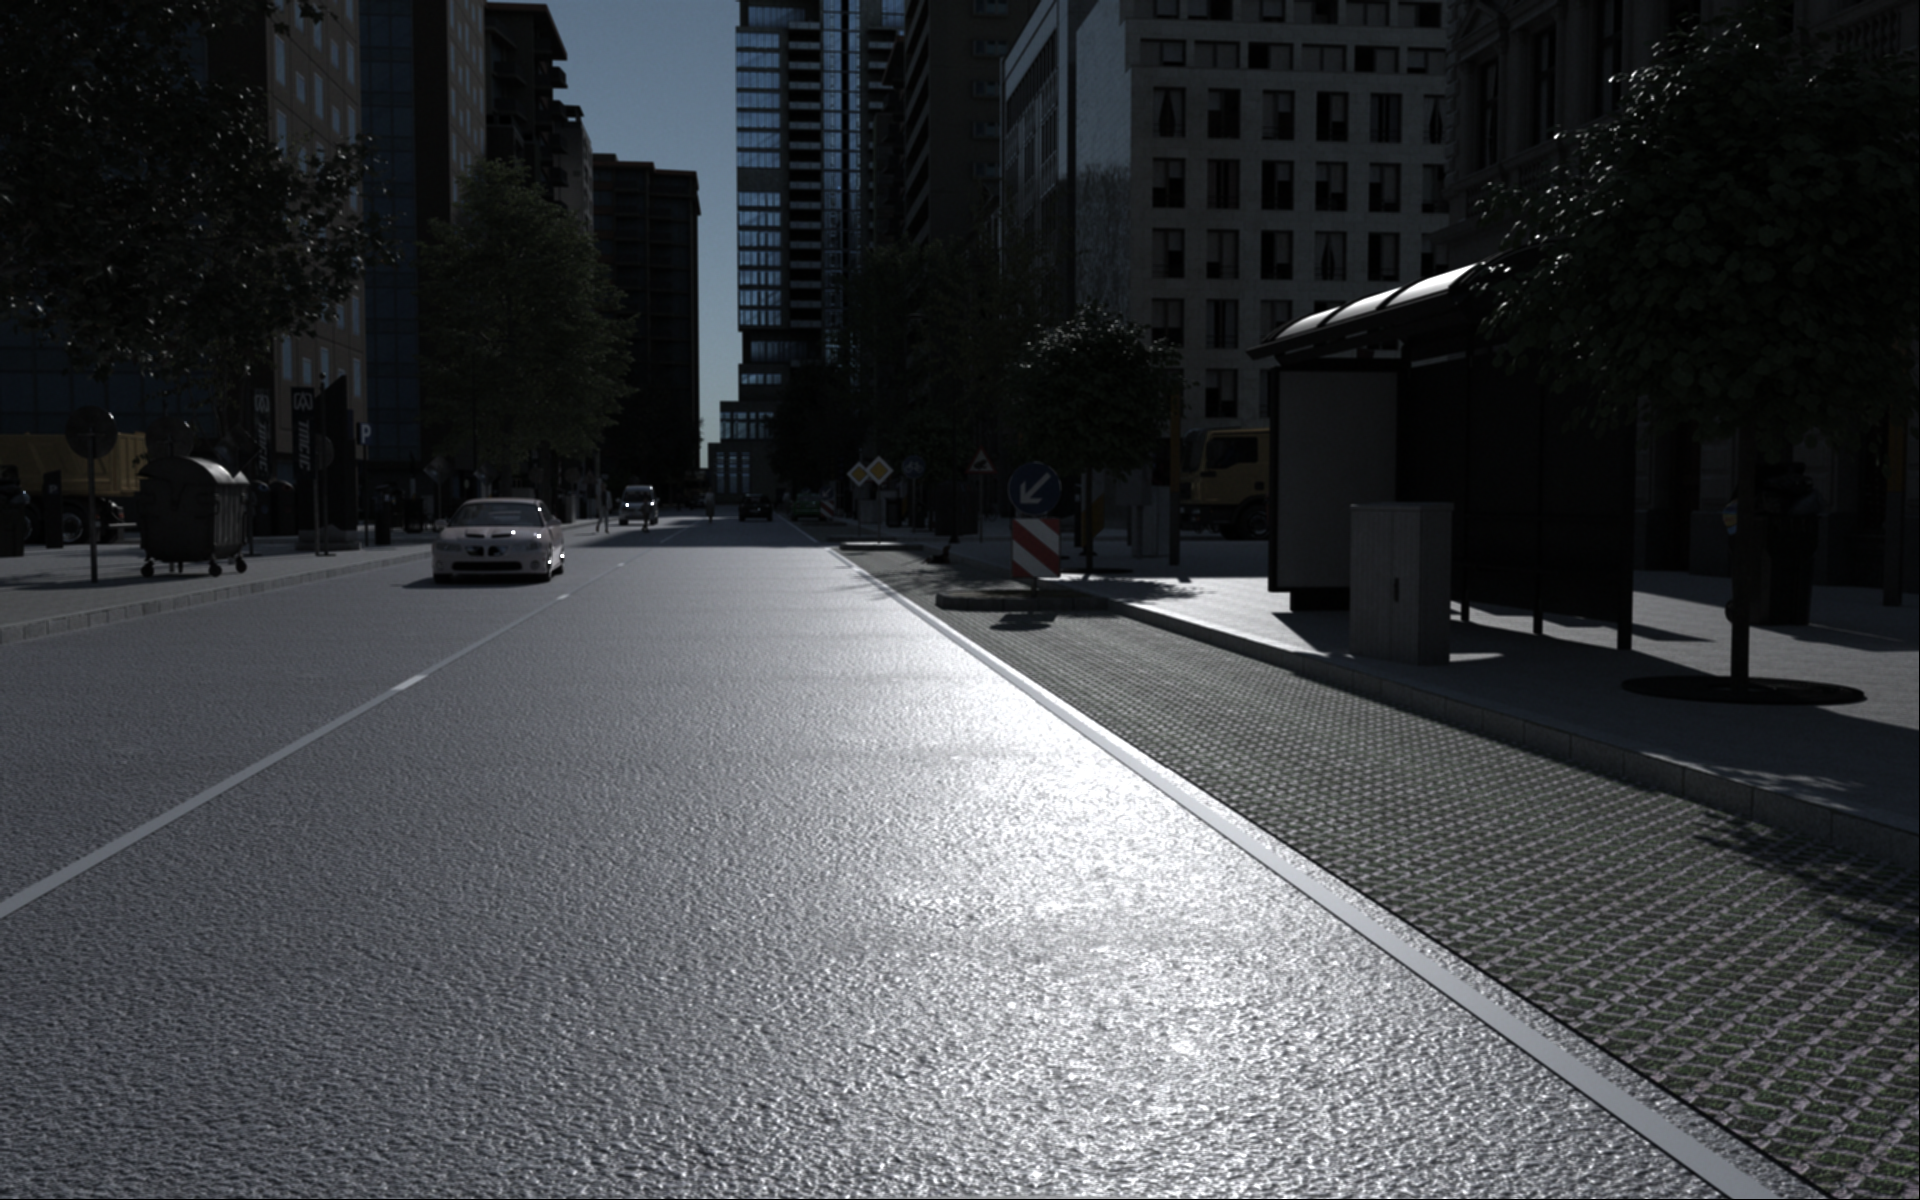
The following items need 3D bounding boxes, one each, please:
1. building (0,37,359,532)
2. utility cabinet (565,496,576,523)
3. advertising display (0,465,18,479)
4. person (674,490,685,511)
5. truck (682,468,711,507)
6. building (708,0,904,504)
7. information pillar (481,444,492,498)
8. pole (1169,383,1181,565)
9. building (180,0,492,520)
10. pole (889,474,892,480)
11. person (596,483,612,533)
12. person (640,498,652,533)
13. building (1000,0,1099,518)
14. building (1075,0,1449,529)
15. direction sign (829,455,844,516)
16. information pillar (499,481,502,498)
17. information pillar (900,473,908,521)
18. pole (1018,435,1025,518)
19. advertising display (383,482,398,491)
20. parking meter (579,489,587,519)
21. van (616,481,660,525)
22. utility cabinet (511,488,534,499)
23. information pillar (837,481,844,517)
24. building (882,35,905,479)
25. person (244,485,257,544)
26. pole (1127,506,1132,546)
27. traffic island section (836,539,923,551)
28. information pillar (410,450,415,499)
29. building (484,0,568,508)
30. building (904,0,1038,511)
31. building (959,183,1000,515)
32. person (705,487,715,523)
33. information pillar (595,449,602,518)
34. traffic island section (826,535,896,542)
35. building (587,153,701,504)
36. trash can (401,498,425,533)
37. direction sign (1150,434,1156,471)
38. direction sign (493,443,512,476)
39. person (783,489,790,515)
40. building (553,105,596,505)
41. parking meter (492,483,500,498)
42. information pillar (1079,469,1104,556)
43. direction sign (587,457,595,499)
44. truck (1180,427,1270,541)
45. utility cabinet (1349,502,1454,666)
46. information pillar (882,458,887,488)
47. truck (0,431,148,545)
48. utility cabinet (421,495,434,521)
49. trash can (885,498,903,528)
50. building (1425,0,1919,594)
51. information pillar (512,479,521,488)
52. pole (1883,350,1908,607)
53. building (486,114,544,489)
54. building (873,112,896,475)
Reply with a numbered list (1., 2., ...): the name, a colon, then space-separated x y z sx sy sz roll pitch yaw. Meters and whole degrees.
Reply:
1. building: -30.605 -25.250 62.953 14.600 45.320 14.200 0 4 -7
2. utility cabinet: -17.084 -3.963 75.961 0.306 1.237 1.020 0 4 -2
3. advertising display: -21.401 -2.029 38.388 0.974 1.923 0.123 -1 4 -22
4. person: -23.815 -8.429 147.030 1.217 1.736 0.721 2 4 35
5. truck: -28.699 -12.258 189.337 2.839 4.237 11.283 0 4 -5
6. building: -17.625 -55.997 228.214 31.000 86.520 22.319 0 4 -7
7. information pillar: -21.490 -5.331 78.515 0.504 3.616 0.183 -3 5 -41
8. pole: 3.873 -2.283 31.169 0.158 3.312 0.155 0 3 0
9. building: -36.331 -27.707 103.120 14.600 45.320 14.200 0 4 -7
10. pole: -3.697 -5.977 91.571 0.158 3.312 0.155 0 3 0
11. person: -13.051 -3.362 63.345 0.514 1.842 0.818 -3 4 -36
12. person: -11.704 -3.173 64.643 0.475 1.303 0.640 -3 5 -45
13. building: 9.347 -16.324 84.923 12.078 24.808 19.932 0 4 -7
14. building: 13.779 -13.034 67.865 16.860 20.320 10.420 0 4 -7
15. direction sign: -7.245 -6.689 101.367 0.876 3.537 0.379 0 4 -2
16. information pillar: -24.885 -5.479 94.074 0.304 2.012 0.304 -1 4 -18
17. information pillar: -2.649 -5.501 81.294 0.183 3.616 0.504 3 4 36
18. pole: 1.578 -3.077 44.159 0.158 3.312 0.155 0 3 0
19. advertising display: -29.965 -5.258 91.182 0.974 1.923 0.123 2 4 32
20. parking meter: -19.462 -4.956 89.439 0.372 1.533 0.369 0 3 0
21. van: -15.042 -4.529 81.059 2.013 2.044 4.112 0 4 -7
22. utility cabinet: -15.462 -3.185 60.746 1.173 1.500 0.318 2 4 28
23. information pillar: -6.690 -5.651 96.879 0.304 2.012 0.304 -3 4 -37
24. building: 3.975 -31.322 166.745 22.147 44.769 28.867 0 4 -7
25. person: -19.102 -2.304 46.359 0.537 1.800 0.526 -1 4 -11
26. pole: 4.265 -3.003 42.947 0.158 3.312 0.155 0 3 0
27. traffic island section: -2.076 -1.383 44.896 2.009 0.180 2.903 0 4 -7
28. information pillar: -28.951 -6.130 91.586 0.183 3.616 0.504 -3 4 -38
29. building: -46.381 -30.458 152.605 22.147 44.769 28.867 0 4 -7
30. building: 7.044 -31.652 141.211 21.300 48.544 21.600 0 4 -7
31. building: 7.339 -17.925 112.162 14.460 24.649 34.723 0 4 -7
32. person: -12.437 -4.736 86.167 0.478 1.798 0.641 0 4 3
33. information pillar: -18.976 -6.092 90.958 0.183 3.616 0.504 -3 5 -44
34. traffic island section: -3.048 -1.868 52.822 2.009 0.180 2.903 0 4 -7
35. building: -48.320 -34.898 225.206 28.867 44.769 22.147 0 4 -7
36. trash can: -17.898 -2.757 56.723 0.748 1.137 0.748 0 3 0
37. direction sign: 6.358 -4.016 57.664 0.379 3.537 0.876 2 4 25
38. direction sign: -20.210 -5.173 76.575 0.379 3.537 0.876 3 5 43
39. person: -12.019 -6.834 120.461 0.478 1.798 0.641 2 4 26
40. building: -46.178 -30.594 183.813 14.086 41.232 14.154 0 4 -7
41. parking meter: -23.721 -5.060 88.445 0.399 1.863 0.255 -1 4 -11
42. information pillar: 2.751 -2.733 36.044 0.504 3.616 0.183 -1 4 -15
43. direction sign: -22.703 -7.006 106.551 0.379 3.537 0.876 1 4 19
44. truck: 10.494 -3.354 50.758 9.791 3.379 3.469 0 4 -6
45. utility cabinet: 3.391 -0.137 13.401 0.306 1.237 1.020 -1 4 -18
46. information pillar: -4.704 -7.079 107.092 0.183 3.616 0.504 -3 5 -39
47. truck: -26.923 -3.042 45.668 9.791 3.379 3.469 0 4 -8
48. utility cabinet: -24.997 -4.289 81.283 0.306 1.237 1.020 0 4 0
49. trash can: -2.532 -3.348 66.396 0.748 1.137 0.748 0 3 0
50. building: 16.265 -12.184 28.095 11.050 23.489 19.941 0 4 -7
51. information pillar: -21.355 -4.833 83.515 0.304 2.012 0.304 3 4 37
52. pole: 10.673 -1.583 19.723 0.158 3.312 0.155 0 3 0
53. building: -39.521 -22.000 131.406 14.160 30.474 14.107 0 4 -7
54. building: -2.589 -30.951 189.641 14.154 41.232 14.086 0 4 -7
